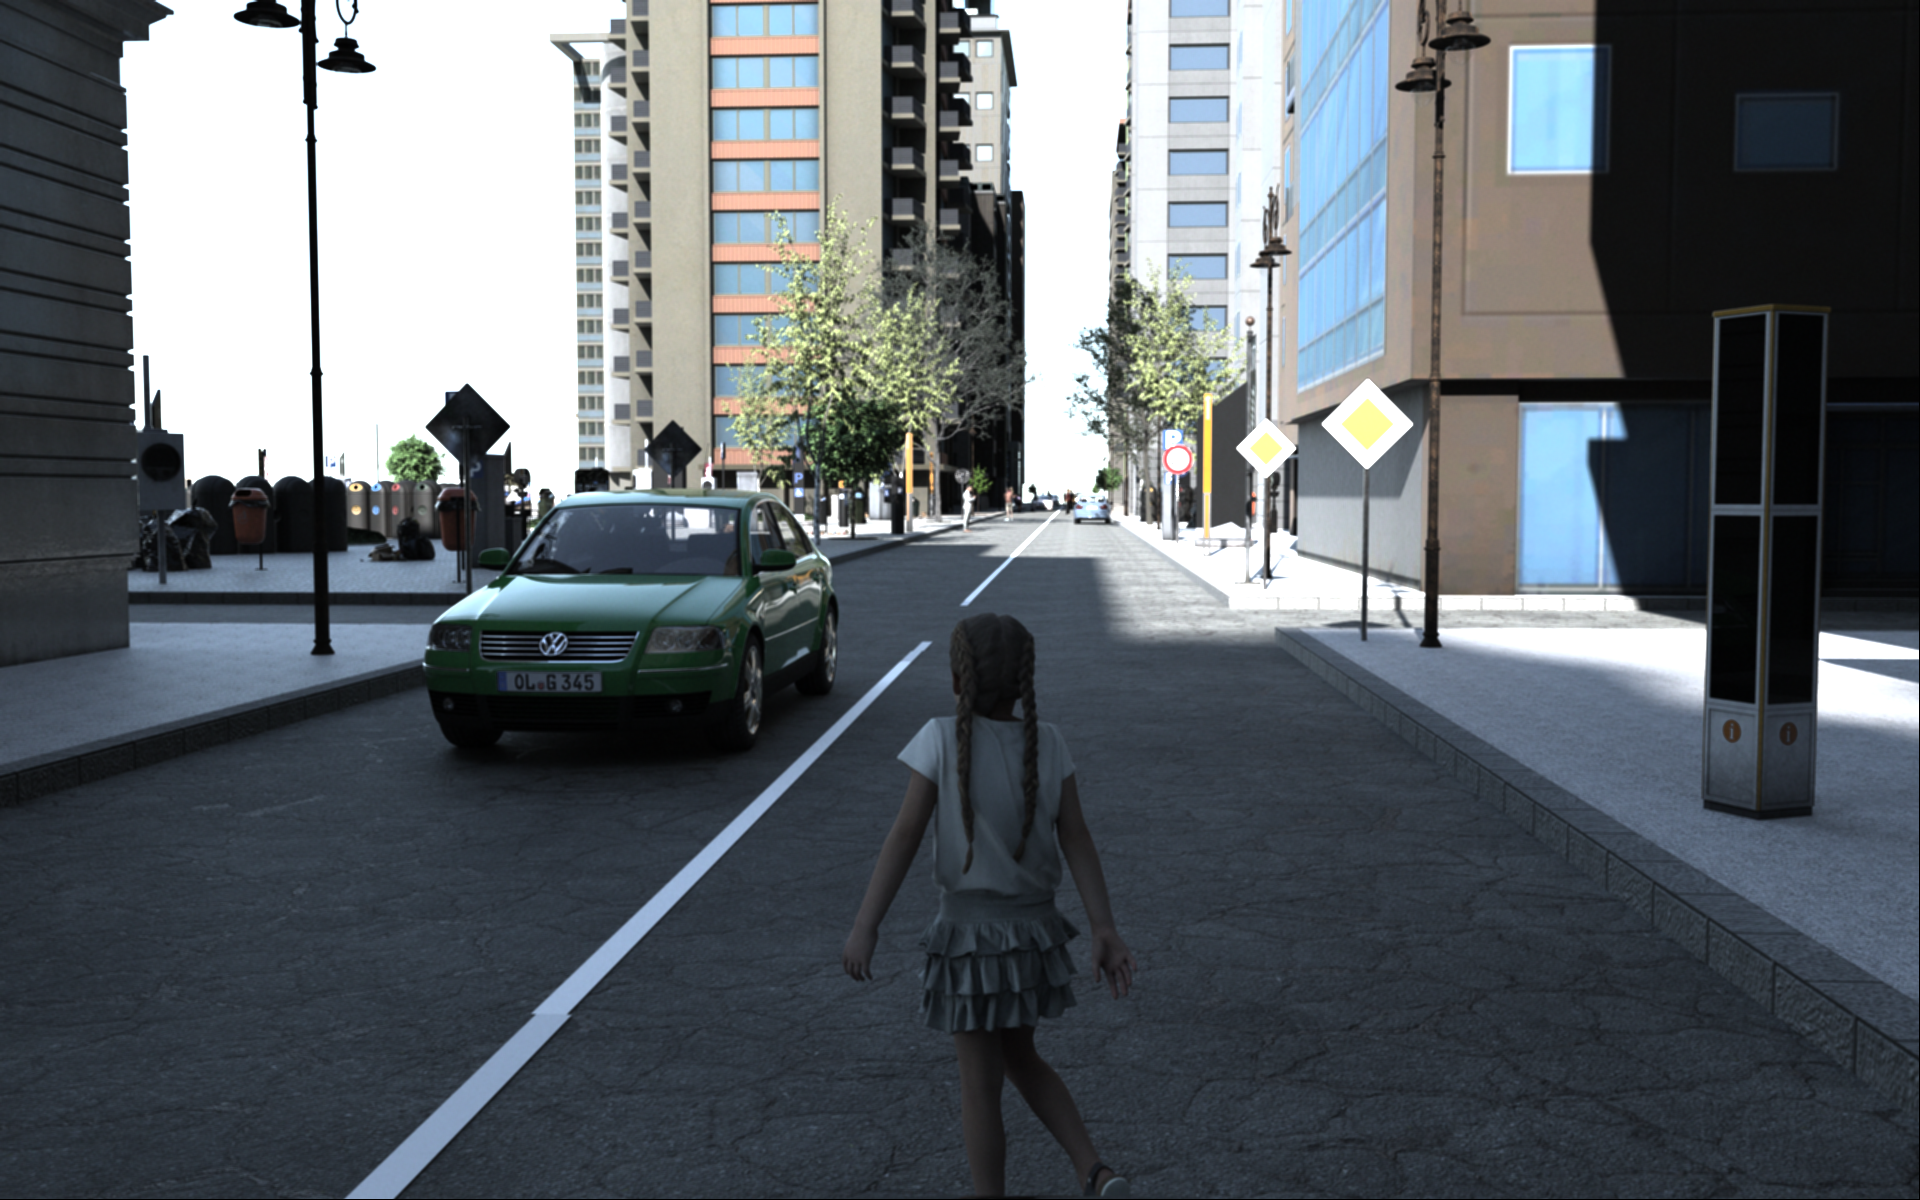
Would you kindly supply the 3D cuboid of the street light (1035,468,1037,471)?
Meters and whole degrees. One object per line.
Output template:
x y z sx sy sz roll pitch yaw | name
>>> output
11.162 -17.262 255.016 0.468 5.910 1.993 0 4 4 | street light

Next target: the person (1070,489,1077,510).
10.280 -9.298 160.153 1.348 1.869 0.705 3 4 36 | person

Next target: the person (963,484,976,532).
0.359 -3.473 65.463 0.466 1.800 0.511 0 4 8 | person

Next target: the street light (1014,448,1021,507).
5.521 -12.169 171.751 0.468 5.910 1.993 0 4 4 | street light

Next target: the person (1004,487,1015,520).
2.714 -5.245 94.236 0.573 1.828 0.580 3 4 38 | person

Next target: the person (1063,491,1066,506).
12.589 -12.207 208.108 0.705 1.821 1.348 1 4 13 | person

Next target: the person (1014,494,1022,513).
4.462 -7.437 133.320 0.697 1.427 0.421 2 4 26 | person

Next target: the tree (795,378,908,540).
-3.107 -4.006 49.220 4.285 4.588 4.351 0 3 0 | tree

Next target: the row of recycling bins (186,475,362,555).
-15.000 -1.880 37.844 1.069 1.692 3.534 3 4 36 | row of recycling bins

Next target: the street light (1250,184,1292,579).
4.672 -3.267 26.201 0.468 5.910 1.993 0 4 4 | street light

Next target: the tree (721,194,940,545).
-3.532 -5.691 43.411 4.737 8.622 4.395 0 3 0 | tree

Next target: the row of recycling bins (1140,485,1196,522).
9.778 -4.383 78.779 3.534 1.692 1.069 3 4 36 | row of recycling bins

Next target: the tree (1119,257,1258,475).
6.753 -6.319 53.685 4.737 8.622 4.395 0 3 0 | tree

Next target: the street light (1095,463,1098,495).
17.720 -15.208 221.434 0.468 5.910 1.993 0 4 4 | street light

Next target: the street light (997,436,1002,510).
3.138 -9.995 136.208 0.468 5.910 1.993 0 4 4 | street light

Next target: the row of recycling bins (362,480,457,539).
-16.399 -2.638 50.246 3.534 1.692 1.069 2 4 28 | row of recycling bins

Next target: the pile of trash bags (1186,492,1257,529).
9.913 -3.339 64.338 1.912 1.369 3.447 -2 4 -26 | pile of trash bags

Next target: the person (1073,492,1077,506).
13.272 -11.812 202.349 1.217 1.736 0.721 -3 4 -38 | person

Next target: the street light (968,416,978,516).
0.752 -7.802 100.349 0.468 5.910 1.993 0 4 4 | street light

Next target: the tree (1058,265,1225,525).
7.499 -8.371 71.286 7.601 10.594 8.767 0 4 8 | tree

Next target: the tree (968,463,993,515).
1.256 -6.887 107.198 1.663 3.219 1.824 0 3 0 | tree

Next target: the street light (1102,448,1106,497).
14.583 -12.294 173.799 0.468 5.910 1.993 0 4 4 | street light

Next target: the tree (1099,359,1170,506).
9.377 -8.608 91.100 4.360 8.622 3.978 0 3 0 | tree

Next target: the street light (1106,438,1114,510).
12.126 -10.098 137.888 0.468 5.910 1.993 0 4 4 | street light

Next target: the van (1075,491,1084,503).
16.162 -13.962 235.283 2.013 2.044 4.112 0 4 3 | van

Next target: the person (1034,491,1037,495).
8.519 -11.354 194.812 0.551 1.740 0.621 2 4 25 | person

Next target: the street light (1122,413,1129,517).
9.783 -7.924 102.342 0.468 5.910 1.993 0 4 4 | street light

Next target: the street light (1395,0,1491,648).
3.956 -2.544 14.375 0.468 5.910 1.993 0 4 4 | street light

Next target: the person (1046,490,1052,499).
8.822 -10.100 173.262 0.705 1.869 1.348 3 5 43 | person

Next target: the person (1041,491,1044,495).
9.693 -11.815 201.756 0.705 1.814 1.350 -1 4 -23 | person

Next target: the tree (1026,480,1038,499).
9.970 -14.914 238.441 1.663 3.219 1.824 0 3 0 | tree

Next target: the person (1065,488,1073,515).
7.509 -6.803 119.699 0.705 1.831 1.348 2 4 25 | person

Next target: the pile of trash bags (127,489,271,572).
-13.244 -1.201 29.386 3.447 1.369 1.912 1 4 14 | pile of trash bags

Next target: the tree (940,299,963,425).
-2.020 -6.779 61.205 4.737 8.622 4.395 0 3 0 | tree

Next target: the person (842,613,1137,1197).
0.051 0.633 3.161 0.505 1.210 0.382 -2 4 -24 | person

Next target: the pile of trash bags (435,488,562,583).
-6.001 -0.979 25.755 3.447 1.369 1.912 -1 4 -17 | pile of trash bags

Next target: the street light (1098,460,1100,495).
15.381 -13.034 185.888 0.468 5.910 1.993 0 4 4 | street light

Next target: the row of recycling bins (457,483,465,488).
-18.410 -3.451 63.536 1.069 1.692 3.534 0 4 7 | row of recycling bins

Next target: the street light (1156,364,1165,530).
7.116 -5.448 61.860 0.468 5.910 1.993 0 4 4 | street light

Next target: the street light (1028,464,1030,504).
8.732 -15.088 219.476 0.468 5.910 1.993 0 4 4 | street light

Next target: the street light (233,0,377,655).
-5.114 -2.503 13.719 0.468 5.910 1.993 0 4 4 | street light

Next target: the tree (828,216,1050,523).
-1.127 -10.232 77.668 12.009 13.543 11.850 0 3 0 | tree
